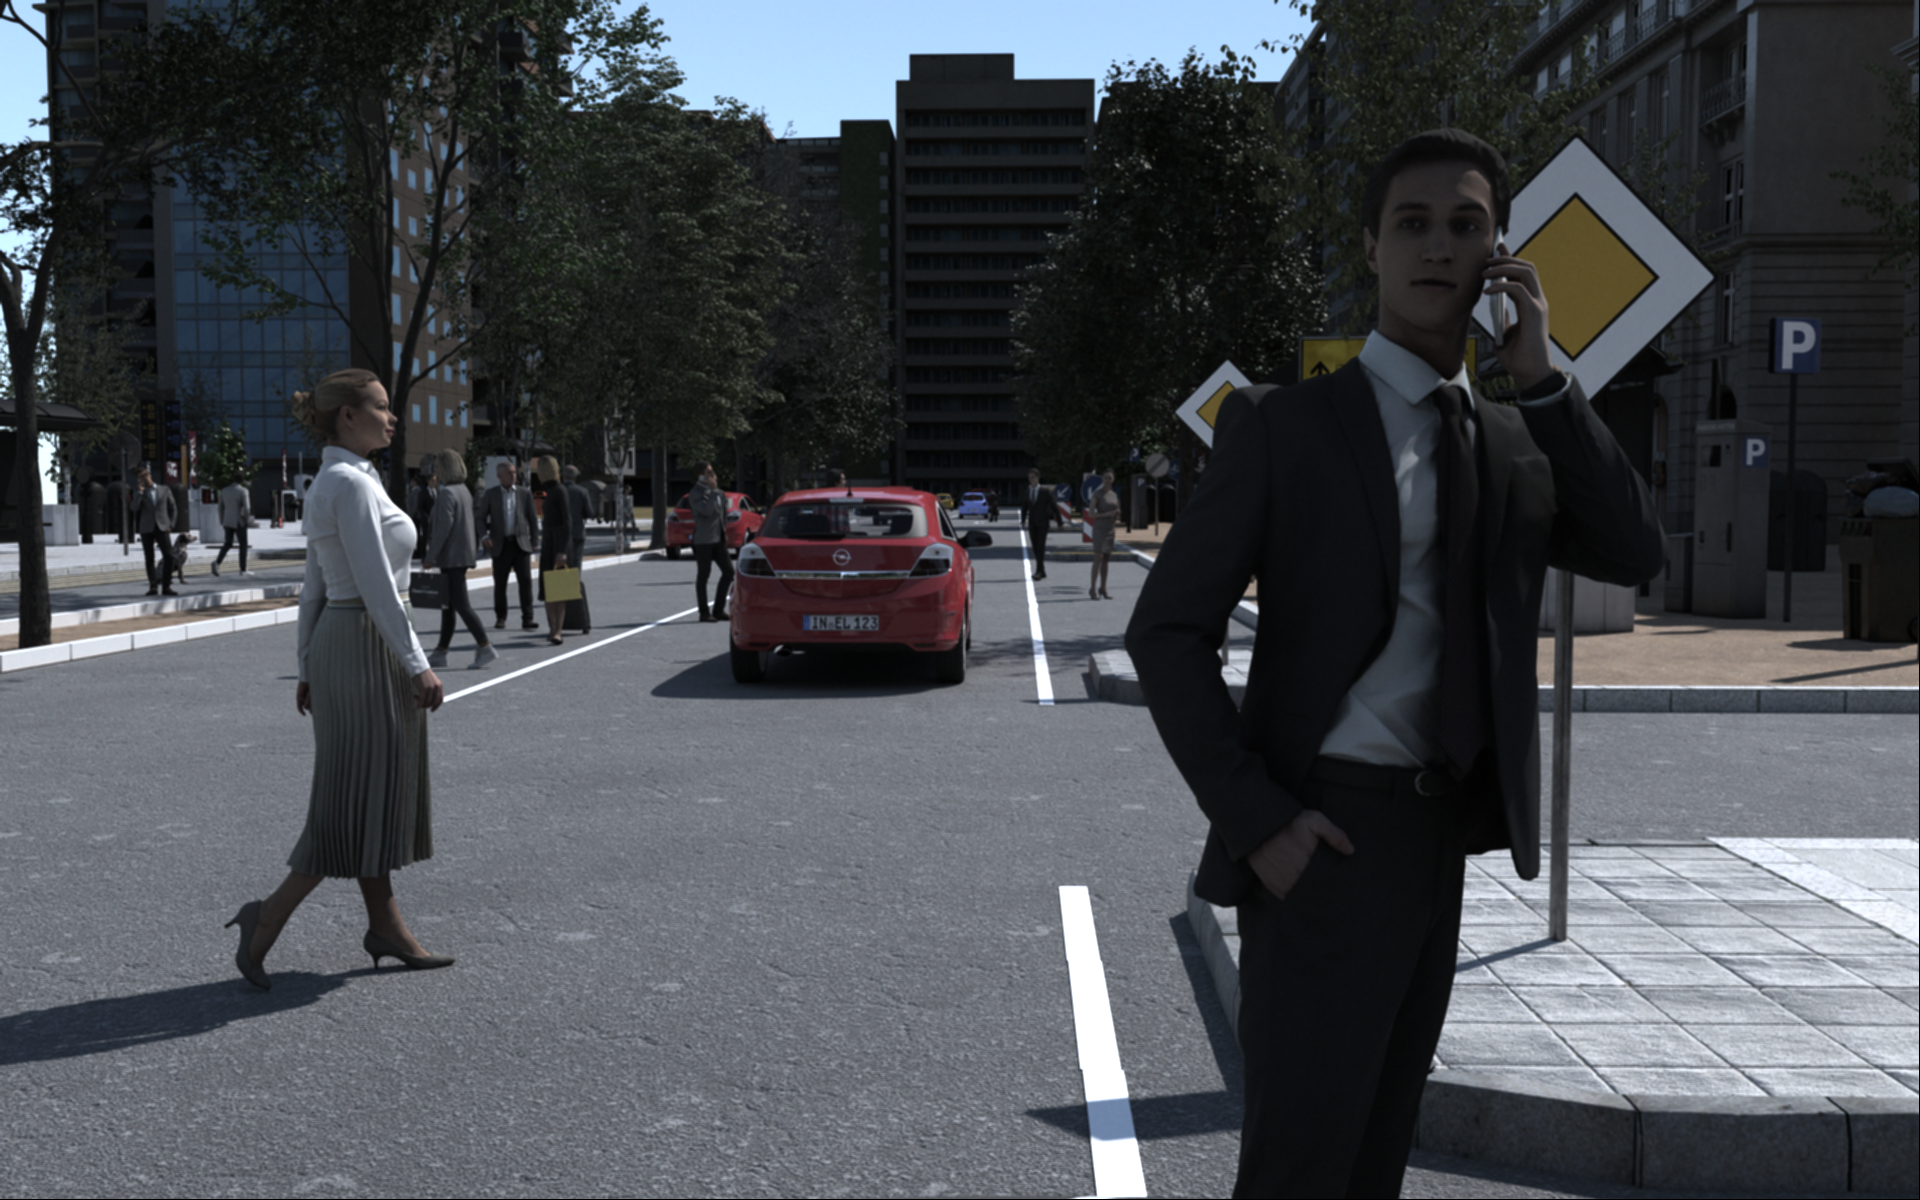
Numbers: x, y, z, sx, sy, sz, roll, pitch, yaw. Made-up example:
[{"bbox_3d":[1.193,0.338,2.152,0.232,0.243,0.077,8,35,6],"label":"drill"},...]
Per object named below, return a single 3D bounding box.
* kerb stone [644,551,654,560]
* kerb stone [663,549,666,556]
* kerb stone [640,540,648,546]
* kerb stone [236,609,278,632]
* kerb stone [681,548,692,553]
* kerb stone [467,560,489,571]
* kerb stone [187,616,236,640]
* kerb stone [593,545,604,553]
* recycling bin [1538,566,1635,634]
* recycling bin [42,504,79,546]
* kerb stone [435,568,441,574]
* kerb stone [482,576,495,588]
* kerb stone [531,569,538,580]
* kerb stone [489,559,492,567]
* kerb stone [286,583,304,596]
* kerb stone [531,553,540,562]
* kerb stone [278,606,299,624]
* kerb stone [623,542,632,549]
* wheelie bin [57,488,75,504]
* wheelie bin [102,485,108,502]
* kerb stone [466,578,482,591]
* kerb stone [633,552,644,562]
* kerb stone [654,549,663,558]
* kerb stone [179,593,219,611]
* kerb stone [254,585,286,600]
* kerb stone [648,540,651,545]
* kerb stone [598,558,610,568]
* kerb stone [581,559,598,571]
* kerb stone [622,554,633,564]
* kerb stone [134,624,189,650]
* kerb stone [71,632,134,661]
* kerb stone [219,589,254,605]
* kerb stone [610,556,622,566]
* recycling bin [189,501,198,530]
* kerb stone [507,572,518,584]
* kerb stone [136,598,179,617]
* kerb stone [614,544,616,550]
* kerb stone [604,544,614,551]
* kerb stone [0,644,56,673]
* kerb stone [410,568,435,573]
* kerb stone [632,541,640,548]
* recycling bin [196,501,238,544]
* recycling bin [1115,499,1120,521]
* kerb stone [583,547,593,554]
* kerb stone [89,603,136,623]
[{"bbox_3d":[-6.928,-0.959,37.921,0.120,0.150,1.000,0,4,2],"label":"kerb stone"},{"bbox_3d":[-6.862,-1.087,39.972,0.120,0.150,1.000,0,4,2],"label":"kerb stone"},{"bbox_3d":[-8.727,-1.528,47.186,0.120,0.150,1.000,0,4,2],"label":"kerb stone"},{"bbox_3d":[-7.567,0.230,18.459,0.120,0.150,1.000,0,4,2],"label":"kerb stone"},{"bbox_3d":[-6.754,-1.269,43.038,0.120,0.150,1.000,0,4,2],"label":"kerb stone"},{"bbox_3d":[-9.192,-0.652,32.860,0.120,0.150,1.000,0,4,2],"label":"kerb stone"},{"bbox_3d":[-7.602,0.293,17.437,0.120,0.150,1.000,0,4,2],"label":"kerb stone"},{"bbox_3d":[-8.892,-1.216,42.073,0.120,0.150,1.000,0,4,2],"label":"kerb stone"},{"bbox_3d":[5.838,-0.229,16.303,0.722,1.027,0.722,-1,4,-17],"label":"recycling bin"},{"bbox_3d":[-22.321,-1.851,42.816,0.722,1.027,0.722,2,4,30],"label":"recycling bin"},{"bbox_3d":[-9.262,-0.527,30.811,0.120,0.150,1.000,0,4,2],"label":"kerb stone"},{"bbox_3d":[-7.302,-0.268,26.647,0.120,0.150,1.000,0,4,2],"label":"kerb stone"},{"bbox_3d":[-7.238,-0.396,28.694,0.120,0.150,1.000,0,4,2],"label":"kerb stone"},{"bbox_3d":[-9.169,-0.715,33.887,0.120,0.150,1.000,0,4,2],"label":"kerb stone"},{"bbox_3d":[-9.469,-0.151,24.670,0.120,0.150,1.000,0,4,2],"label":"kerb stone"},{"bbox_3d":[-9.055,-0.903,36.957,0.120,0.150,1.000,0,4,2],"label":"kerb stone"},{"bbox_3d":[-7.532,0.167,19.481,0.120,0.150,1.000,0,4,2],"label":"kerb stone"},{"bbox_3d":[-8.794,-1.402,45.142,0.120,0.150,1.000,0,4,2],"label":"kerb stone"},{"bbox_3d":[-31.264,-3.231,60.734,0.693,1.594,0.980,-2,4,-28],"label":"wheelie bin"},{"bbox_3d":[-30.946,-3.359,62.833,0.980,1.594,0.693,0,4,7],"label":"wheelie bin"},{"bbox_3d":[-7.329,-0.210,25.625,0.120,0.150,1.000,0,4,2],"label":"kerb stone"},{"bbox_3d":[-6.963,-0.890,36.900,0.120,0.150,1.000,0,4,2],"label":"kerb stone"},{"bbox_3d":[-6.888,-1.020,38.951,0.120,0.150,1.000,0,4,2],"label":"kerb stone"},{"bbox_3d":[-9.562,0.037,21.584,0.120,0.150,1.000,0,4,2],"label":"kerb stone"},{"bbox_3d":[-9.495,-0.087,23.629,0.120,0.150,1.000,0,4,2],"label":"kerb stone"},{"bbox_3d":[-8.698,-1.591,48.209,0.120,0.150,1.000,0,4,2],"label":"kerb stone"},{"bbox_3d":[-7.060,-0.711,33.823,0.120,0.150,1.000,0,4,2],"label":"kerb stone"},{"bbox_3d":[-7.093,-0.646,32.798,0.120,0.150,1.000,0,4,2],"label":"kerb stone"},{"bbox_3d":[-6.993,-0.837,35.875,0.120,0.150,1.000,0,4,2],"label":"kerb stone"},{"bbox_3d":[-7.630,0.358,16.404,0.120,0.150,1.000,0,4,2],"label":"kerb stone"},{"bbox_3d":[-7.673,0.419,15.379,0.120,0.150,1.000,0,4,2],"label":"kerb stone"},{"bbox_3d":[-9.532,-0.025,22.606,0.120,0.150,1.000,0,4,2],"label":"kerb stone"},{"bbox_3d":[-7.033,-0.773,34.845,0.120,0.150,1.000,0,4,2],"label":"kerb stone"},{"bbox_3d":[-27.485,-3.034,62.156,0.722,1.027,0.722,0,4,-7],"label":"recycling bin"},{"bbox_3d":[-7.265,-0.335,27.672,0.120,0.150,1.000,0,4,2],"label":"kerb stone"},{"bbox_3d":[-9.606,0.100,20.562,0.120,0.150,1.000,0,4,2],"label":"kerb stone"},{"bbox_3d":[-8.825,-1.341,44.119,0.120,0.150,1.000,0,4,2],"label":"kerb stone"},{"bbox_3d":[-8.862,-1.278,43.097,0.120,0.150,1.000,0,4,2],"label":"kerb stone"},{"bbox_3d":[-7.704,0.482,14.347,0.120,0.150,1.000,0,4,2],"label":"kerb stone"},{"bbox_3d":[-9.299,-0.464,29.790,0.120,0.150,1.000,0,4,2],"label":"kerb stone"},{"bbox_3d":[-8.759,-1.464,46.164,0.120,0.150,1.000,0,4,2],"label":"kerb stone"},{"bbox_3d":[-19.276,-1.989,45.070,0.722,1.027,0.722,3,4,38],"label":"recycling bin"},{"bbox_3d":[7.375,-4.341,83.532,0.722,1.027,0.722,-2,4,-27],"label":"recycling bin"},{"bbox_3d":[-8.931,-1.150,41.049,0.120,0.150,1.000,0,4,2],"label":"kerb stone"},{"bbox_3d":[-9.634,0.163,19.538,0.120,0.150,1.000,0,4,2],"label":"kerb stone"}]
